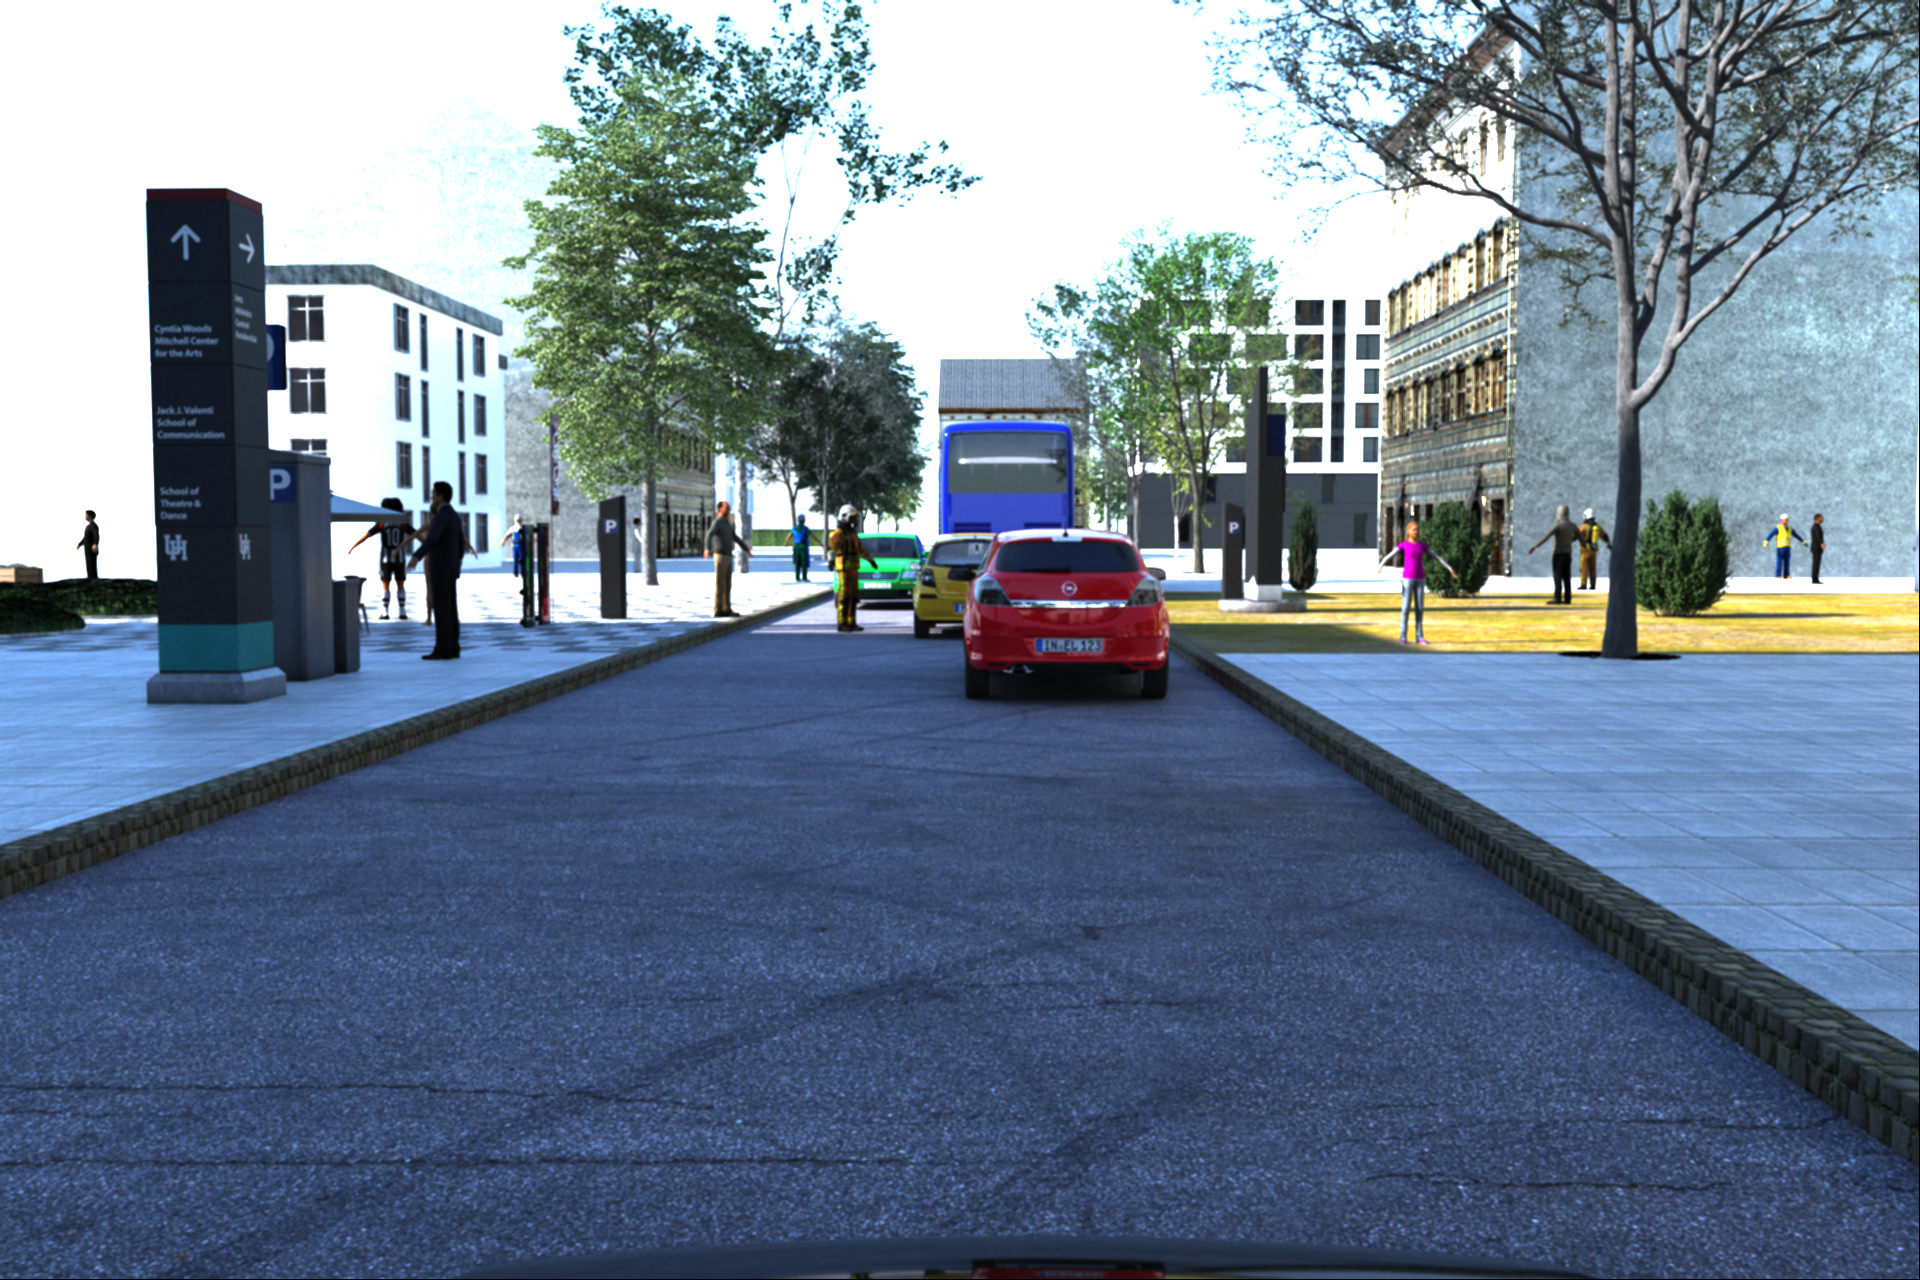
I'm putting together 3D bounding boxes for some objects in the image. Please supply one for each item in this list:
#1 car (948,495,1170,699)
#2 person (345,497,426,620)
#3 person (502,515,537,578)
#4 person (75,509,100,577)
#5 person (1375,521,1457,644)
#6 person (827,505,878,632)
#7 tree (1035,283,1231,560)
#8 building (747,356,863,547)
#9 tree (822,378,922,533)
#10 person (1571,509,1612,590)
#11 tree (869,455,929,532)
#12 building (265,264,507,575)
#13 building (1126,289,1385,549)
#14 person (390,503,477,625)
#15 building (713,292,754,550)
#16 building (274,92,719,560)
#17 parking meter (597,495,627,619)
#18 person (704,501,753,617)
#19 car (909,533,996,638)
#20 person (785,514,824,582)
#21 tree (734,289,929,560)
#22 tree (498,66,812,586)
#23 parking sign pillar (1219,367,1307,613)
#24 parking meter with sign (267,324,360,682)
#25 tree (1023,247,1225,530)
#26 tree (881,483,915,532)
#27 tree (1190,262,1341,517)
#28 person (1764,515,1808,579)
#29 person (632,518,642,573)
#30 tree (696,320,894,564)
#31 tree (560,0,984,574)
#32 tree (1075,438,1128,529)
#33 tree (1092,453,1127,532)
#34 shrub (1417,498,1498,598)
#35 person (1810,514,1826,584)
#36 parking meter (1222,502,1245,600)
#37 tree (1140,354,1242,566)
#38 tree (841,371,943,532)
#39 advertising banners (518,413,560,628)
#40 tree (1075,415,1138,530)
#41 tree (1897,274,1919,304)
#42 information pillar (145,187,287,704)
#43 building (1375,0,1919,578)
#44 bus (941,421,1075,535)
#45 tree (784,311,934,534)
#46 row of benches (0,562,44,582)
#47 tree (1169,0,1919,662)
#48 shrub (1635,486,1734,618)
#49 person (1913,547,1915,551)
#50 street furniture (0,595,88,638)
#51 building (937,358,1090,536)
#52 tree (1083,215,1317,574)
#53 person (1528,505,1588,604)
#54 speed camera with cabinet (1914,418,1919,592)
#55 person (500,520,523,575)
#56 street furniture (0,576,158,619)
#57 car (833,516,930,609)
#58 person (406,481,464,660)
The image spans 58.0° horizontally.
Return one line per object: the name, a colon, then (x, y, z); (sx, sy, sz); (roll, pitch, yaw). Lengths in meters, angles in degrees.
car: (0.946, -0.461, 16.579); (2.155, 1.783, 4.494); (0, 4, 1)
person: (-8.500, -1.211, 25.949); (1.345, 1.843, 0.704); (-1, 4, -22)
person: (-12.972, -2.763, 51.031); (1.347, 1.847, 0.705); (1, 4, 21)
person: (-18.628, -1.889, 37.071); (0.705, 1.806, 1.347); (-3, 5, -42)
person: (5.319, -0.672, 20.251); (0.991, 1.433, 0.599); (0, 4, -6)
person: (-1.622, -1.052, 25.430); (0.705, 1.858, 1.354); (2, 4, 26)
tree: (8.637, -10.672, 84.860); (12.009, 13.543, 11.850); (0, 3, 0)
building: (-20.234, -19.658, 187.868); (16.747, 18.905, 31.486); (0, 4, 2)
tree: (-6.200, -11.380, 111.815); (9.928, 11.665, 9.643); (0, 3, 0)
person: (14.384, -2.073, 39.670); (1.354, 1.858, 0.705); (-1, 4, -16)
tree: (-7.579, -18.251, 216.535); (7.486, 12.596, 7.792); (0, 3, 0)
building: (-22.491, -7.709, 68.187); (9.099, 9.664, 28.070); (0, 4, 1)
building: (29.244, -19.372, 160.704); (27.936, 21.610, 32.646); (0, 4, 1)
person: (-7.402, -1.078, 24.422); (1.217, 1.733, 0.721); (-2, 4, -31)
building: (-23.114, -17.134, 136.566); (16.016, 20.090, 11.380); (0, 4, 1)
building: (-24.351, -16.193, 95.683); (19.493, 23.208, 18.063); (0, 4, 2)
parking meter: (-5.267, -1.254, 26.215); (0.399, 1.863, 0.255); (0, 4, 0)
person: (-3.646, -1.261, 26.885); (0.705, 1.796, 1.348); (2, 4, 23)
car: (0.236, -0.918, 25.238); (2.015, 1.641, 3.980); (0, 4, 1)
person: (-4.236, -2.476, 46.602); (1.347, 1.817, 0.704); (2, 4, 35)
tree: (-6.601, -10.755, 86.212); (12.009, 13.543, 11.850); (0, 3, 0)
tree: (-7.457, -7.604, 42.448); (7.486, 12.596, 7.792); (0, 3, 0)
parking sign pillar: (5.026, -2.456, 28.629); (1.447, 3.967, 1.447); (0, 4, 0)
parking meter with sign: (-5.853, -1.165, 15.304); (0.543, 3.016, 1.738); (0, 4, 2)
tree: (11.014, -15.756, 113.492); (12.611, 20.169, 13.585); (0, 3, 0)
tree: (-7.536, -15.851, 209.532); (4.737, 8.622, 4.395); (0, 3, 0)
tree: (8.360, -5.924, 47.217); (4.360, 8.622, 3.978); (0, 3, 0)
person: (23.300, -2.629, 48.951); (1.349, 1.833, 0.705); (-1, 4, -9)
person: (-10.518, -3.085, 56.630); (0.705, 1.806, 1.347); (-1, 4, -20)
tree: (-7.063, -8.566, 74.472); (8.767, 10.594, 7.601); (-1, 4, -8)
tree: (-5.712, -12.163, 54.756); (12.611, 20.169, 13.585); (0, 3, 0)
tree: (9.838, -10.707, 125.425); (4.737, 8.622, 4.395); (0, 3, 0)
tree: (19.869, -18.077, 213.686); (7.486, 12.596, 7.792); (0, 3, 0)
shrub: (9.900, -1.855, 34.749); (1.690, 2.028, 1.600); (0, 3, 0)
person: (21.990, -2.333, 44.364); (0.704, 1.802, 1.346); (1, 4, 22)
parking meter: (5.007, -1.591, 31.720); (0.399, 1.863, 0.255); (0, 4, 2)
tree: (8.884, -7.280, 69.385); (4.737, 8.622, 4.395); (0, 3, 0)
tree: (-5.853, -13.160, 125.534); (12.009, 13.543, 11.850); (0, 3, 0)
advertising banners: (-5.913, -1.732, 24.513); (0.090, 3.025, 2.074); (0, 4, 2)
tree: (9.238, -9.432, 104.579); (4.360, 8.622, 3.978); (0, 3, 0)
tree: (19.052, -4.973, 31.673); (4.360, 8.622, 3.978); (0, 3, 0)
information pillar: (-5.758, -1.465, 13.334); (0.750, 3.857, 0.750); (0, 4, 2)
building: (25.582, -13.934, 58.758); (19.493, 23.208, 18.063); (0, 4, 2)
bus: (1.047, -2.883, 38.681); (2.896, 3.916, 12.251); (0, 4, 1)
tree: (-6.182, -11.892, 101.090); (9.857, 13.997, 8.962); (0, 3, 0)
row of benches: (-22.001, -1.441, 39.017); (4.104, 0.672, 1.422); (3, 4, 36)
tree: (6.968, -6.551, 17.476); (12.009, 13.543, 11.850); (0, 3, 0)
shrub: (11.108, -1.369, 26.804); (1.690, 2.028, 1.600); (0, 3, 0)
person: (21.662, -2.006, 38.571); (0.705, 1.856, 1.354); (0, 4, 4)
street furniture: (-14.627, -0.218, 19.194); (5.734, 0.657, 10.072); (1, 4, 14)
building: (6.539, -23.328, 214.805); (18.063, 23.208, 19.493); (0, 4, 1)
tree: (7.739, -7.961, 55.925); (9.928, 11.665, 9.643); (0, 3, 0)
person: (10.980, -1.560, 31.640); (1.348, 1.813, 0.705); (-2, 4, -23)
speed camera with cabinet: (3.998, -0.698, 5.752); (0.660, 3.252, 2.038); (0, 4, 1)
person: (-13.776, -2.900, 53.872); (0.721, 1.772, 1.216); (3, 5, 39)
street furniture: (-15.714, -0.901, 30.364); (10.072, 0.657, 5.734); (2, 4, 35)
car: (-1.482, -1.577, 34.578); (1.959, 1.807, 4.718); (0, 4, 2)
person: (-5.326, -0.718, 17.788); (0.704, 1.823, 1.345); (0, 4, 4)
